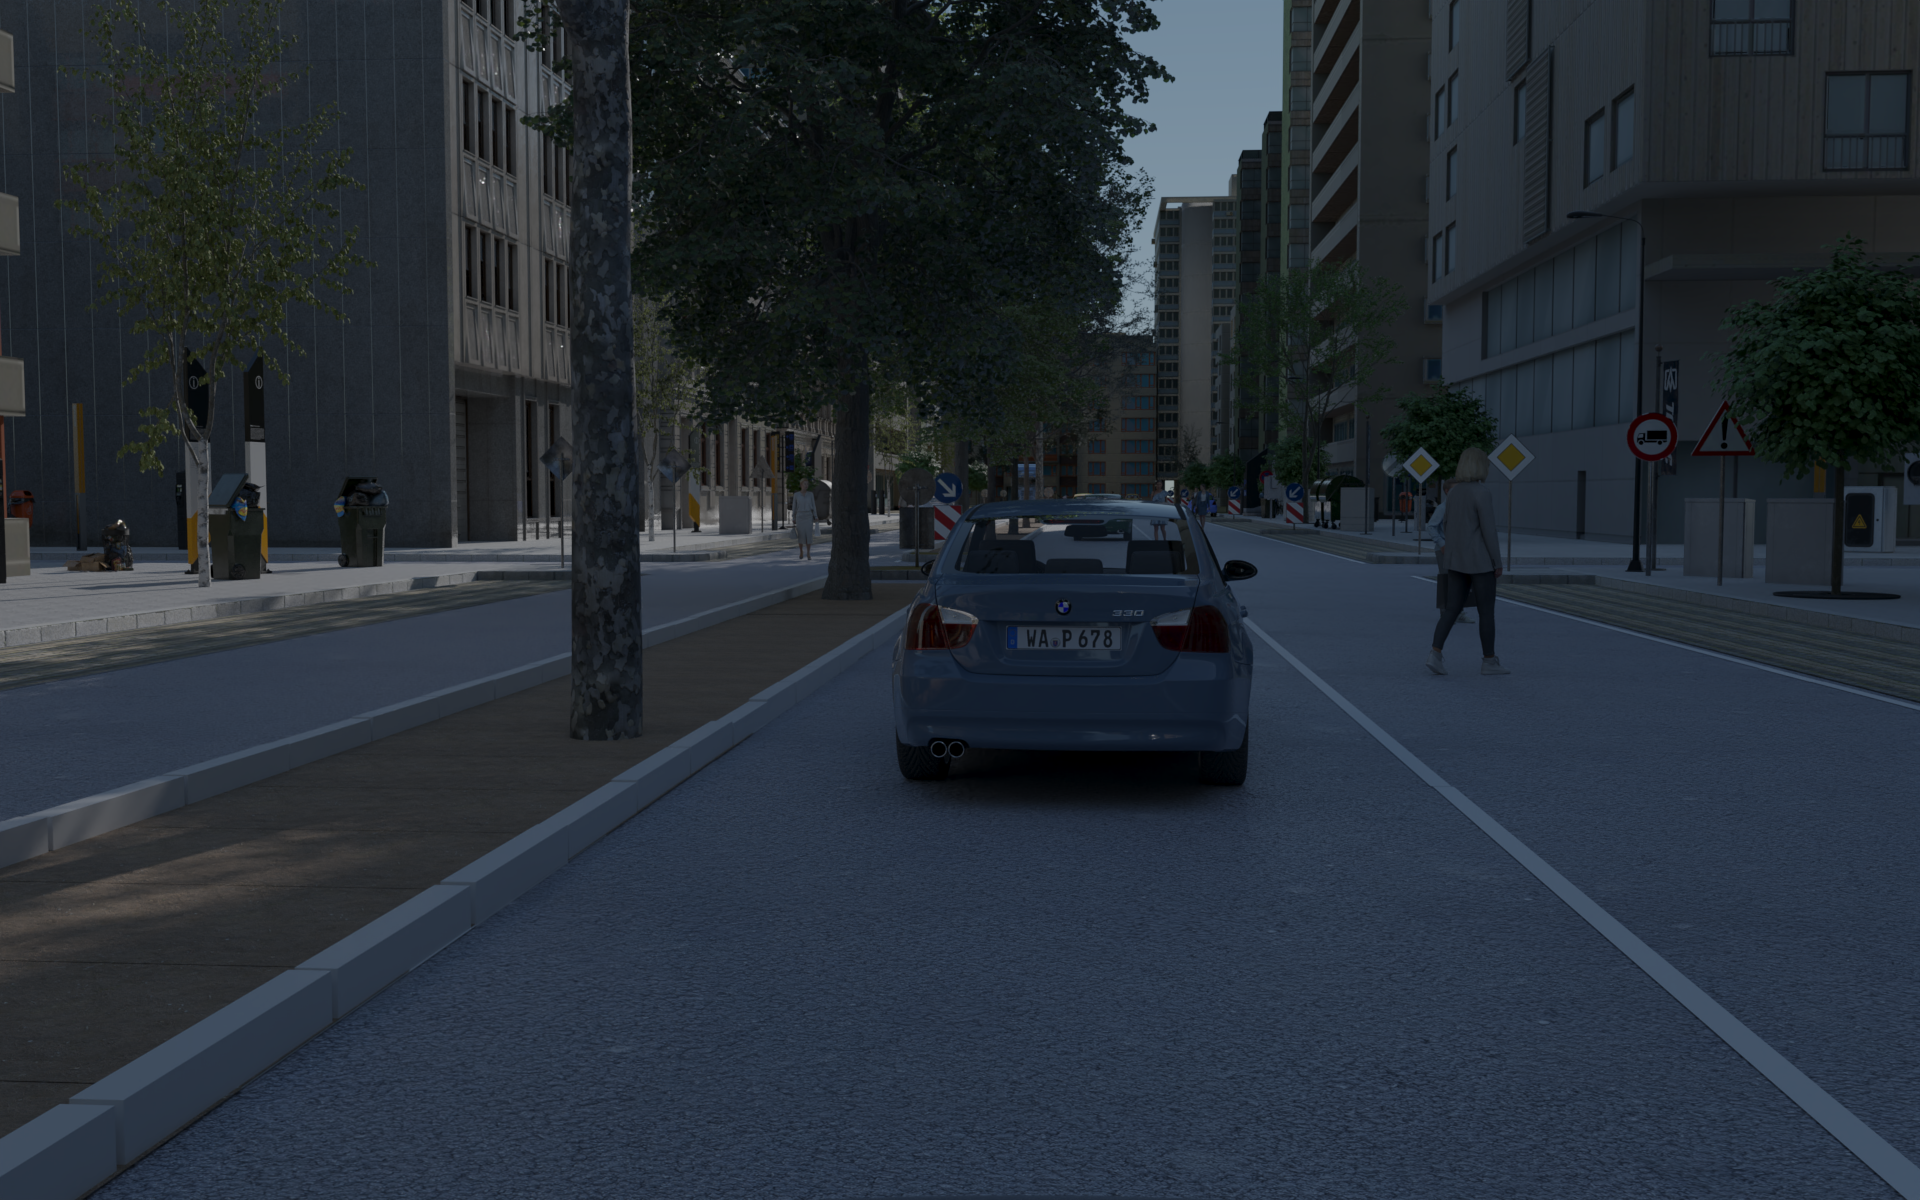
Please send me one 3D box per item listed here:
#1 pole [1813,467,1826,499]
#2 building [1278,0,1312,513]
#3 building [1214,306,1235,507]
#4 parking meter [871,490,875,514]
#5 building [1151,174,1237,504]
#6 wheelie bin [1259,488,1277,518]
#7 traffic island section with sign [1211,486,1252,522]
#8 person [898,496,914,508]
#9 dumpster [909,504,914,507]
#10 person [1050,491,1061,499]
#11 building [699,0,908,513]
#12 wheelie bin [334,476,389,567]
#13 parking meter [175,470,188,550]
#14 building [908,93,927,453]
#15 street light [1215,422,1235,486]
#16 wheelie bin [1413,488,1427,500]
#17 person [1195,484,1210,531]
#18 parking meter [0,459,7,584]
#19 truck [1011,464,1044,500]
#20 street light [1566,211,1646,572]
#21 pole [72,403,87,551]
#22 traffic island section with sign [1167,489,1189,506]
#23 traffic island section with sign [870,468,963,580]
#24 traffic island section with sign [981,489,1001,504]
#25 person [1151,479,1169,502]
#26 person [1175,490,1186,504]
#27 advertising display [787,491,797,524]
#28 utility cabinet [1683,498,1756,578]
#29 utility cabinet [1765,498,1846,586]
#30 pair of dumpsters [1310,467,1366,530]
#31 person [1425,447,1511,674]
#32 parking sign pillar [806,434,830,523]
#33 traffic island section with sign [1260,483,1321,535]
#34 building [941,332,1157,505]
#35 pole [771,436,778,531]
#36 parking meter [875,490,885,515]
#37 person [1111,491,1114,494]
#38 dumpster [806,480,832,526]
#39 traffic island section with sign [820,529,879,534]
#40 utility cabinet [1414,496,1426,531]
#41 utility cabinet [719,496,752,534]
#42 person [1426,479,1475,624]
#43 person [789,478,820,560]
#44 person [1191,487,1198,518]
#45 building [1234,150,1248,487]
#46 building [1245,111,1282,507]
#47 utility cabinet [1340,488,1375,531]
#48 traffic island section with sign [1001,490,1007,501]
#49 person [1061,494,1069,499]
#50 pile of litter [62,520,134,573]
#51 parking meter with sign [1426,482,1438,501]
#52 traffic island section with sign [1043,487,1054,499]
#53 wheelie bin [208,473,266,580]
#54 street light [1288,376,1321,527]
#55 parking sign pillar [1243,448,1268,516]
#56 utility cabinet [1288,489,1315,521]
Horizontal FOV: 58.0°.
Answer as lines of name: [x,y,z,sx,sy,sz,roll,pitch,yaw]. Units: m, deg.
pole: [13.838,-2.080,27.859,0.158,3.312,0.155,0,3,0]
building: [28.971,-26.627,118.948,14.154,41.232,14.086,0,4,5]
building: [39.782,-19.797,168.717,27.650,21.520,28.899,0,4,5]
parking meter: [-5.452,-6.198,109.743,0.372,1.533,0.369,0,3,0]
building: [35.778,-31.858,212.758,23.993,40.220,32.217,0,4,5]
wheelie bin: [16.216,-5.102,91.330,0.980,1.594,0.693,-1,4,-17]
traffic island section with sign: [13.885,-4.903,88.789,1.989,1.847,2.006,0,4,5]
person: [-2.735,-4.725,86.022,0.850,1.792,0.678,3,4,39]
dumpster: [-2.868,-6.383,106.862,1.502,2.255,1.985,0,4,4]
person: [10.269,-10.901,186.825,1.348,1.812,0.705,0,4,0]
building: [-15.482,-30.615,124.253,21.300,48.544,21.600,0,4,5]
wheelie bin: [-10.511,-1.385,30.548,0.693,1.594,0.980,2,4,34]
parking meter: [-17.808,-2.090,39.875,0.255,1.863,0.399,2,4,30]
building: [-10.359,-28.061,142.392,14.154,41.232,14.086,0,4,5]
street light: [17.093,-8.487,111.304,1.470,5.913,1.316,0,4,5]
wheelie bin: [22.704,-4.707,84.860,0.980,1.594,0.693,1,4,16]
person: [9.499,-3.614,67.606,0.581,1.822,0.654,2,4,25]
parking meter: [-13.866,-1.166,24.783,0.399,1.863,0.255,3,5,42]
truck: [6.549,-10.516,161.689,2.967,4.110,18.799,0,4,4]
street light: [10.635,-3.423,28.506,1.470,5.913,1.316,0,4,5]
pole: [-19.851,-2.765,39.052,0.158,3.312,0.155,0,3,0]
traffic island section with sign: [17.798,-7.928,138.256,1.989,1.847,2.006,0,4,5]
traffic island section with sign: [-0.808,-1.324,29.786,2.006,1.907,1.989,0,4,5]
traffic island section with sign: [2.080,-8.007,139.535,1.989,1.847,2.006,0,4,5]
person: [5.173,-2.239,45.199,0.616,1.811,0.778,1,4,23]
person: [18.430,-8.267,144.382,1.217,1.735,0.721,-2,4,-27]
advertising display: [-6.879,-4.198,73.843,0.974,1.923,0.123,0,4,4]
utility cabinet: [11.757,-0.958,26.828,0.306,1.237,1.020,-2,4,-33]
utility cabinet: [12.013,-0.823,24.620,0.306,1.237,1.020,-2,4,-32]
pair of dumpsters: [14.030,-3.776,64.227,1.574,2.255,4.437,0,4,5]
person: [4.002,-0.312,13.790,0.728,1.800,0.709,-1,4,-22]
parking sign pillar: [-6.551,-5.449,77.563,1.447,3.967,1.447,1,4,9]
traffic island section with sign: [11.768,-3.259,61.917,1.989,1.847,2.006,0,4,5]
building: [9.118,-22.491,212.764,28.899,21.520,27.650,0,4,5]
pole: [-6.522,-4.098,60.850,0.158,3.312,0.155,0,3,0]
parking meter: [-4.836,-6.038,107.135,0.372,1.533,0.369,0,3,0]
person: [16.075,-10.669,183.760,0.721,1.723,1.217,-1,4,-22]
dumpster: [-5.759,-3.985,70.914,1.264,1.857,1.865,0,4,5]
traffic island section with sign: [-3.991,-3.310,62.745,1.989,1.847,2.006,0,4,5]
utility cabinet: [15.998,-3.004,60.271,0.306,1.237,1.020,1,4,9]
utility cabinet: [-7.177,-2.704,55.376,1.020,1.237,0.306,1,4,12]
person: [5.426,-0.540,19.142,0.589,1.601,0.330,-2,4,-25]
person: [-3.358,-1.768,37.754,0.694,1.780,0.624,0,4,6]
person: [13.268,-5.442,97.435,0.622,1.834,0.822,1,4,19]
building: [30.387,-22.994,147.655,14.160,30.474,14.107,0,4,5]
building: [30.011,-22.124,133.431,14.160,30.474,14.107,0,4,5]
utility cabinet: [13.621,-3.099,59.345,0.318,1.500,1.173,-3,5,-42]
traffic island section with sign: [4.254,-9.685,166.974,1.989,1.847,2.006,0,4,5]
person: [8.957,-8.344,148.108,0.799,1.438,0.628,-2,4,-33]
pile of litter: [-14.428,-0.922,29.040,1.176,0.858,1.719,-1,4,-10]
parking meter with sign: [22.301,-5.214,81.517,1.738,3.016,0.543,1,4,18]
traffic island section with sign: [5.700,-6.357,112.075,2.006,1.907,1.989,0,4,5]
wheelie bin: [-10.928,-1.114,26.124,0.980,1.594,0.693,2,4,35]
street light: [13.634,-5.868,68.481,1.470,5.913,1.316,0,4,5]
parking sign pillar: [17.164,-6.858,100.594,1.447,3.967,1.447,-1,4,-14]
utility cabinet: [15.857,-4.387,80.403,1.173,1.500,0.318,2,4,32]
